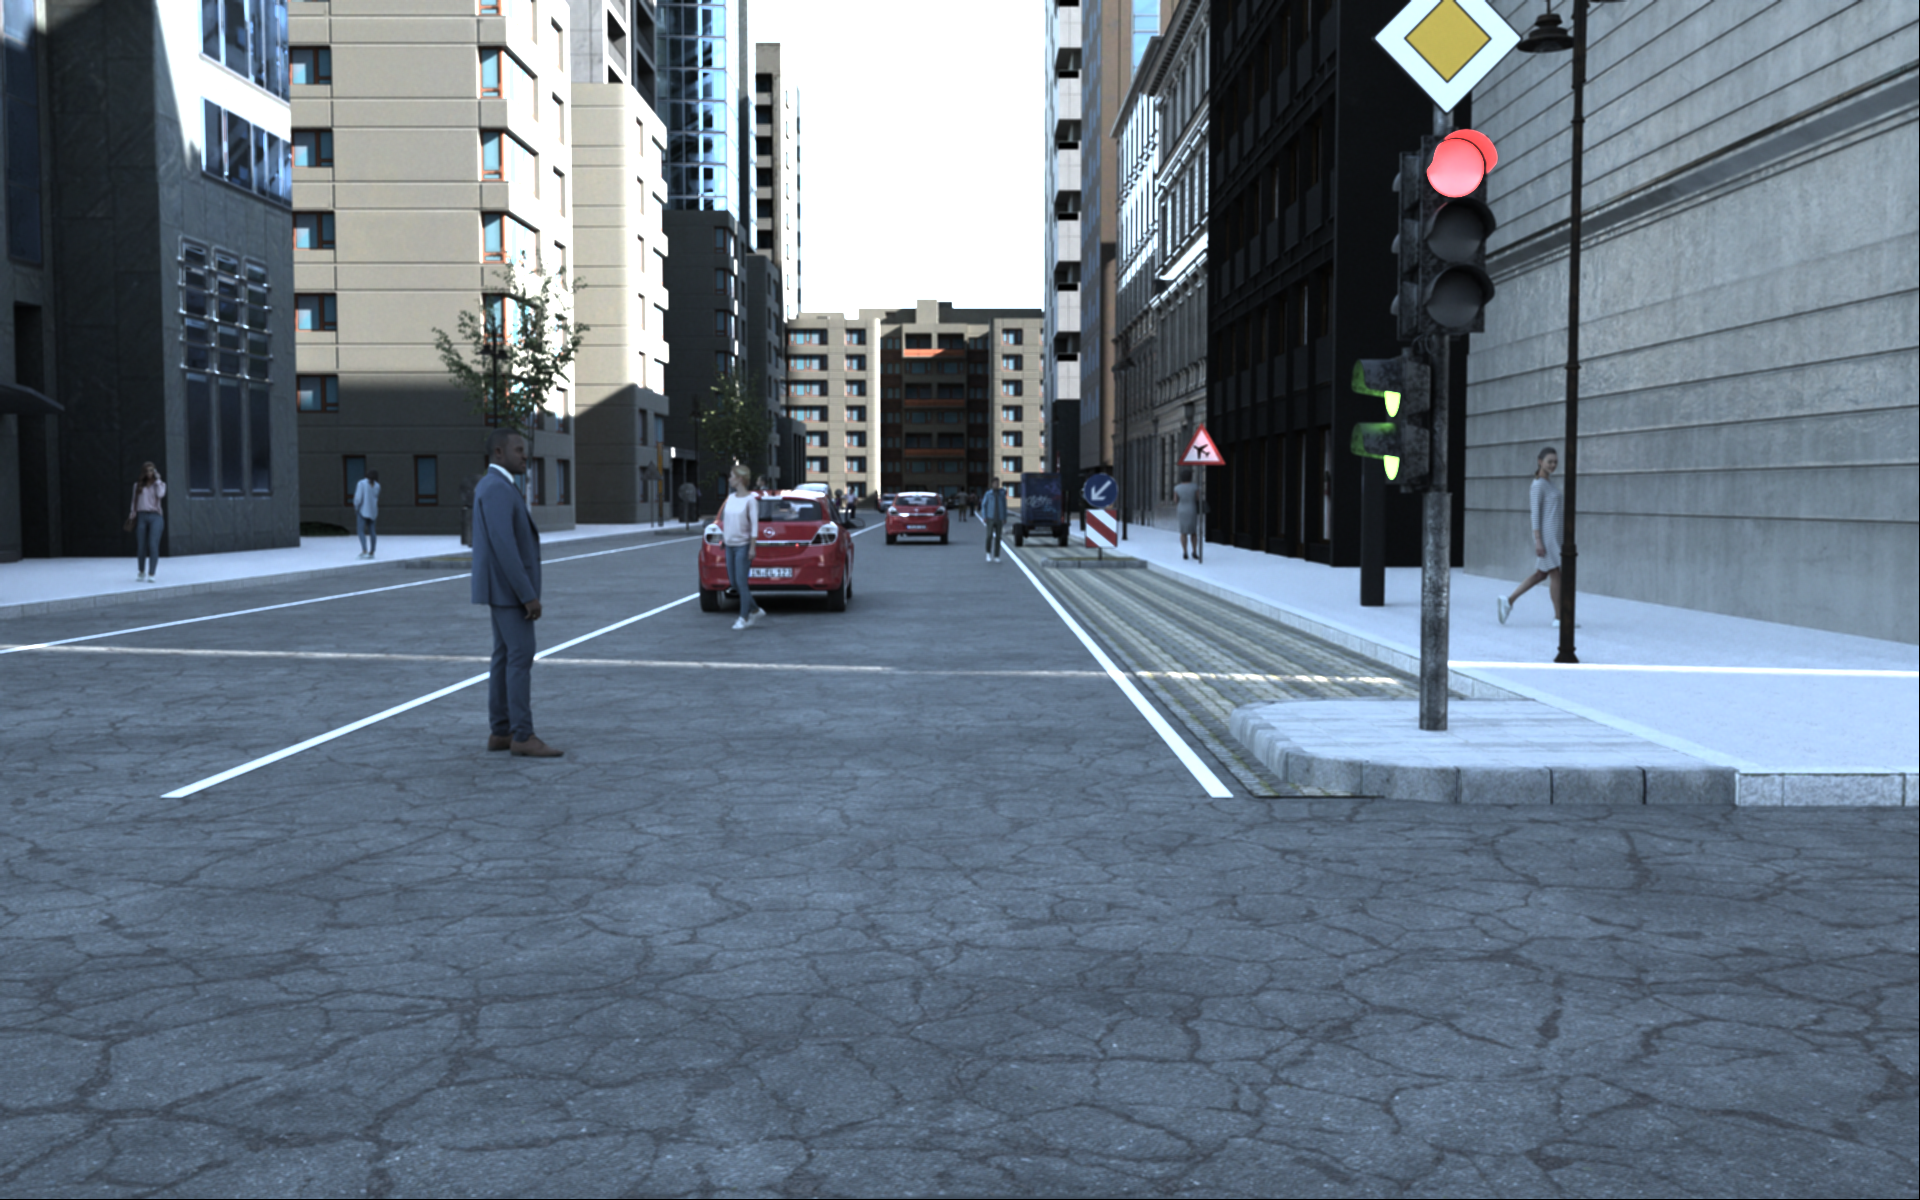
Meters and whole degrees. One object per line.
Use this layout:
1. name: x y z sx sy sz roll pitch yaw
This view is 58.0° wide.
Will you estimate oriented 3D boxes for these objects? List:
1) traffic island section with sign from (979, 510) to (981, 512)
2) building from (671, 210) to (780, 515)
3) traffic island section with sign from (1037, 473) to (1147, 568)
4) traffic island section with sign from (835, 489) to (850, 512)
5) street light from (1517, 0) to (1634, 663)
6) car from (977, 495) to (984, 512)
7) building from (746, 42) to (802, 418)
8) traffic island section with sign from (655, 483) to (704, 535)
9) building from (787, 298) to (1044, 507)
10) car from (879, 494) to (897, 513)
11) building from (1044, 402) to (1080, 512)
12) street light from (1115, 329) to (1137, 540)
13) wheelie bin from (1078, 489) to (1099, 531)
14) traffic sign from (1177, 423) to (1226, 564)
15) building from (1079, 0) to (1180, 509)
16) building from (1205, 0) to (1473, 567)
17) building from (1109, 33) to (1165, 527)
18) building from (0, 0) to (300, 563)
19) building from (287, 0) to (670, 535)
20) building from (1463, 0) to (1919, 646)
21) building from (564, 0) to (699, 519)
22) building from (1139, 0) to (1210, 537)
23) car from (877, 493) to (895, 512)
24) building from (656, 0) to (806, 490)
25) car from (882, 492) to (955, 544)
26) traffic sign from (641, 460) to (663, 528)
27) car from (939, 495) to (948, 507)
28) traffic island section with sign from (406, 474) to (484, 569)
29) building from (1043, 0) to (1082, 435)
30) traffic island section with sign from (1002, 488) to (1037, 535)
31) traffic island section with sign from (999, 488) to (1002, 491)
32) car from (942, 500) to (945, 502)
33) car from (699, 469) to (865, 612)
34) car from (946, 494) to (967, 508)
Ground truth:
1. traffic island section with sign: 2.562 -8.006 139.519 1.989 1.847 2.006 0 3 0
2. building: -27.854 -16.818 120.006 27.650 21.520 28.899 0 3 0
3. traffic island section with sign: 2.600 -1.555 34.049 1.989 1.847 2.006 0 3 0
4. traffic island section with sign: -9.665 -7.961 138.796 1.989 1.847 2.006 0 3 0
5. street light: 4.623 -2.461 13.025 0.468 5.910 1.993 0 3 0
6. car: 2.339 -7.960 142.728 1.945 1.354 3.894 0 4 2
7. building: -27.829 -34.000 179.595 21.600 48.544 21.300 0 3 0
8. traffic island section with sign: -9.635 -3.212 61.146 1.989 1.847 2.006 0 3 0
9. building: -2.581 -20.755 184.384 28.899 21.520 27.650 0 3 0
10. car: -5.199 -7.403 133.048 2.014 1.417 4.499 0 4 0
11. building: 17.572 -49.006 113.919 22.319 86.520 31.000 0 3 0
12. street light: 4.627 -4.630 48.489 0.468 5.910 1.993 0 3 0
13. wheelie bin: 4.506 -3.207 60.340 0.693 1.594 0.980 -1 4 -15
14. traffic sign: 4.436 -1.949 31.878 0.884 2.594 0.081 0 4 7
15. building: 13.858 -27.043 92.267 14.600 45.320 14.200 0 3 0
16. building: 12.681 -12.714 37.559 12.332 23.373 15.834 0 3 0
17. building: 12.075 -13.801 74.802 9.793 20.994 18.267 0 3 0
18. building: -25.184 -43.504 23.965 22.319 86.520 31.000 0 3 0
19. building: -27.684 -13.617 67.678 27.650 21.520 28.899 0 3 0
20. building: 29.548 -14.846 19.142 44.131 29.872 17.030 0 3 0
21. building: -25.325 -40.094 93.782 20.563 71.187 20.611 0 3 0
22. building: 11.962 -11.665 55.351 10.561 19.102 19.286 0 3 0
23. car: -5.595 -7.991 139.697 2.155 1.783 4.494 0 4 2
24. building: -29.674 -50.974 146.103 31.000 86.520 22.319 0 3 0
25. car: -1.233 -2.548 50.708 2.155 1.783 4.494 0 4 0
26. traffic sign: -11.785 -4.053 66.277 0.884 2.594 0.081 0 4 1
27. car: -1.849 -6.867 124.286 2.014 1.417 4.499 0 4 1
28. traffic island section with sign: -9.618 -1.555 34.053 1.989 1.847 2.006 0 3 0
29. building: 20.977 -33.939 144.144 28.713 52.752 27.495 0 3 0
30. traffic island section with sign: 2.593 -3.203 61.004 1.989 1.847 2.006 0 3 0
31. traffic island section with sign: 2.569 -6.323 112.005 1.989 1.847 2.006 0 3 0
32. car: -1.946 -5.695 102.152 2.155 1.783 4.494 0 4 1
33. car: -2.328 -0.830 22.605 2.155 1.783 4.494 0 4 -2
34. car: -0.269 -9.139 159.213 2.009 1.686 4.222 0 4 1
